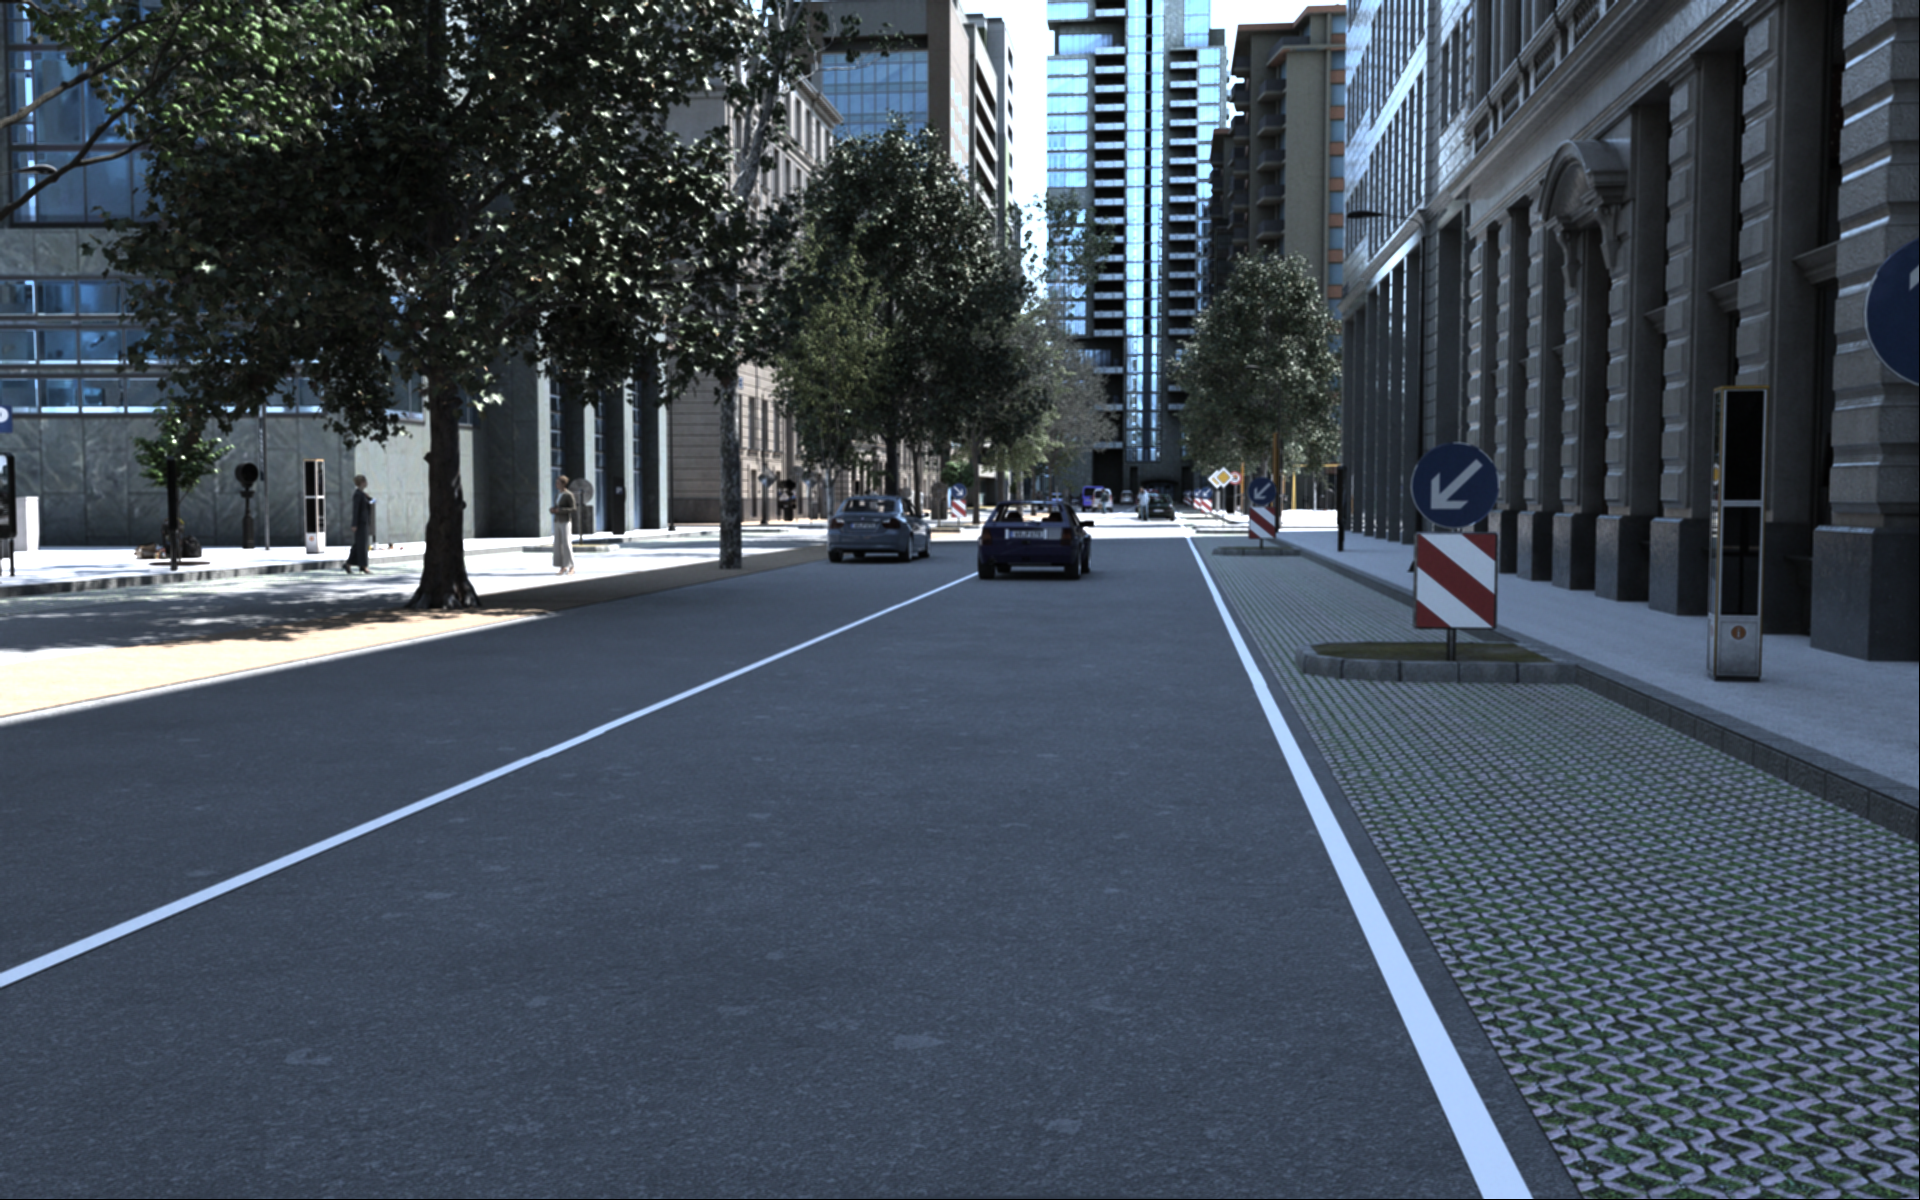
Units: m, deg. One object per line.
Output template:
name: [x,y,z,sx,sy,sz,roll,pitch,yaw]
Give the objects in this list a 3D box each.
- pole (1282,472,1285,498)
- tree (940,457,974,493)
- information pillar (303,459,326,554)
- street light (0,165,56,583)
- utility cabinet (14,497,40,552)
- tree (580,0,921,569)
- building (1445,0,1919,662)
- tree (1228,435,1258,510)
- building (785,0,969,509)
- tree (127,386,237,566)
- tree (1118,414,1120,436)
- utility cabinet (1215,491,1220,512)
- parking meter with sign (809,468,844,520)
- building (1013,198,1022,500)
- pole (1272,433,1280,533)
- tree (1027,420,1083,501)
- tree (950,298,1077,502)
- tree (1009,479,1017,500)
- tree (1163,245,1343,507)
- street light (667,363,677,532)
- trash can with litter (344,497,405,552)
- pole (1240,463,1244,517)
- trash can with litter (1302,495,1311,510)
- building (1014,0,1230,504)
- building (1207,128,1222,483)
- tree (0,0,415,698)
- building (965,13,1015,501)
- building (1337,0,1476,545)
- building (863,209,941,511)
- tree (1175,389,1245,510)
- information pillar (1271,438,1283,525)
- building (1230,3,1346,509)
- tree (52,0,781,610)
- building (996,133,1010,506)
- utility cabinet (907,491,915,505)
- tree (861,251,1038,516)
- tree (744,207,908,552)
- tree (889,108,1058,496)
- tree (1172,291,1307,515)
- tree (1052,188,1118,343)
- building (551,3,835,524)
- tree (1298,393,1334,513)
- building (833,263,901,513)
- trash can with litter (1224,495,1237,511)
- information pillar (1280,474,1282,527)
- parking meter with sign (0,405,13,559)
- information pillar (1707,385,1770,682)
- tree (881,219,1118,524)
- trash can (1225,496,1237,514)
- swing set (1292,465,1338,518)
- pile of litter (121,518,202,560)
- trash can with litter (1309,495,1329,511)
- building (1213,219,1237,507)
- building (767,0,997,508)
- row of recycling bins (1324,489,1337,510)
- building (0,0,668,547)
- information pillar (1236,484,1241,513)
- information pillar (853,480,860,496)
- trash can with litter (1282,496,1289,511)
pole: [26.070,-8.910,139.529,0.158,3.312,0.155,0,3,0]
tree: [-0.052,-9.908,145.716,4.285,4.588,4.351,0,3,0]
information pillar: [-13.740,-1.980,36.870,0.304,2.012,0.304,1,4,10]
street light: [-13.445,-3.187,24.655,1.470,5.913,1.316,0,4,7]
utility cabinet: [-20.945,-1.692,38.827,0.306,1.237,1.020,-1,4,-14]
tree: [-5.492,-10.713,33.507,12.611,20.169,13.585,0,3,0]
building: [12.814,-11.761,21.170,11.050,23.489,19.941,0,4,7]
tree: [20.593,-10.808,127.080,4.360,8.622,3.978,0,3,0]
building: [-6.854,-30.907,155.442,14.600,45.320,14.200,0,4,7]
tree: [-14.248,-2.248,31.356,1.663,3.219,1.824,0,3,0]
tree: [4.829,-12.231,112.802,12.009,13.543,11.850,0,3,0]
utility cabinet: [18.142,-6.932,122.024,0.318,1.500,1.173,0,4,7]
parking meter with sign: [-6.752,-5.592,87.687,1.738,3.016,0.543,-2,4,-26]
building: [1.089,-34.025,239.898,14.086,41.232,14.154,0,4,7]
pole: [10.520,-3.905,57.693,0.158,3.312,0.155,0,3,0]
tree: [7.576,-11.084,134.042,4.737,8.622,4.395,0,3,0]
tree: [2.066,-10.283,88.705,7.486,12.596,7.792,0,3,0]
tree: [6.398,-12.692,202.111,1.663,3.219,1.824,0,3,0]
tree: [14.048,-9.953,79.742,9.611,12.733,9.660,0,3,0]
street light: [-9.347,-5.300,59.201,1.470,5.913,1.316,0,4,7]
trash can with litter: [-13.245,-1.747,39.619,1.678,1.210,2.233,0,4,6]
pole: [15.879,-6.337,97.448,0.158,3.312,0.155,0,3,0]
trash can with litter: [28.162,-7.880,140.222,0.624,1.170,1.055,-1,4,-17]
building: [23.961,-56.713,239.935,31.000,86.520,22.319,0,4,7]
building: [40.339,-33.587,203.778,22.147,44.769,28.867,0,4,7]
tree: [-7.221,-5.096,11.527,9.928,11.665,9.643,0,3,0]
building: [-7.778,-41.043,213.054,28.212,58.520,21.231,0,4,7]
building: [17.095,-16.390,45.471,11.434,29.767,29.804,0,4,7]
building: [-8.606,-20.439,131.440,12.463,27.353,25.104,0,4,7]
tree: [21.737,-13.781,143.439,7.486,12.596,7.792,0,3,0]
information pillar: [13.354,-4.987,72.890,0.504,3.616,0.183,-1,4,-13]
building: [36.114,-30.930,160.329,22.147,44.769,28.867,0,4,7]
tree: [-6.474,-6.247,21.598,9.611,12.733,9.660,0,3,0]
building: [-2.156,-31.065,191.502,14.154,41.232,14.086,0,4,7]
utility cabinet: [-3.359,-6.557,115.891,0.318,1.500,1.173,2,4,29]
tree: [-1.371,-7.537,60.097,8.767,10.594,7.601,0,4,7]
tree: [-3.198,-5.479,42.406,4.737,8.622,4.395,0,3,0]
tree: [-2.006,-8.067,51.356,9.611,12.733,9.660,0,3,0]
tree: [17.714,-12.223,106.506,9.857,13.997,8.962,0,3,0]
tree: [2.331,-14.781,100.007,12.611,20.169,13.585,0,3,0]
building: [-14.159,-17.717,86.930,12.463,27.353,25.104,0,4,7]
tree: [23.701,-10.128,115.952,4.360,8.622,3.978,0,3,0]
building: [-9.908,-14.945,108.986,10.561,19.102,19.286,0,4,7]
trash can with litter: [20.824,-7.380,131.726,1.678,1.210,2.233,-1,4,-17]
information pillar: [11.681,-3.622,63.716,0.304,2.012,0.304,0,4,3]
parking meter with sign: [-19.254,-2.346,34.611,0.543,3.016,1.738,-2,4,-32]
information pillar: [5.343,-0.453,11.906,0.304,2.012,0.304,1,4,14]
tree: [0.740,-10.041,77.000,12.009,13.543,11.850,0,3,0]
trash can: [17.557,-6.156,112.301,0.748,1.137,0.748,0,3,0]
swing set: [19.264,-5.842,93.143,3.119,2.851,2.862,0,4,8]
pile of litter: [-15.838,-1.250,34.400,1.176,0.858,1.719,3,5,41]
trash can with litter: [27.162,-7.320,130.738,1.678,1.210,2.233,-2,4,-26]
building: [33.825,-25.134,182.636,14.160,30.474,14.107,0,4,7]
building: [-7.946,-33.659,174.032,21.300,48.544,21.600,0,4,7]
row of recycling bins: [30.447,-7.912,136.481,3.534,1.692,1.069,1,4,17]
building: [-27.392,-45.183,51.416,31.000,86.520,22.319,0,4,7]
information pillar: [19.432,-7.094,120.481,0.304,2.012,0.304,2,4,28]
information pillar: [-5.657,-5.494,94.312,0.304,2.012,0.304,0,4,-1]
trash can with litter: [24.465,-7.365,131.812,1.055,1.170,0.624,2,4,33]
